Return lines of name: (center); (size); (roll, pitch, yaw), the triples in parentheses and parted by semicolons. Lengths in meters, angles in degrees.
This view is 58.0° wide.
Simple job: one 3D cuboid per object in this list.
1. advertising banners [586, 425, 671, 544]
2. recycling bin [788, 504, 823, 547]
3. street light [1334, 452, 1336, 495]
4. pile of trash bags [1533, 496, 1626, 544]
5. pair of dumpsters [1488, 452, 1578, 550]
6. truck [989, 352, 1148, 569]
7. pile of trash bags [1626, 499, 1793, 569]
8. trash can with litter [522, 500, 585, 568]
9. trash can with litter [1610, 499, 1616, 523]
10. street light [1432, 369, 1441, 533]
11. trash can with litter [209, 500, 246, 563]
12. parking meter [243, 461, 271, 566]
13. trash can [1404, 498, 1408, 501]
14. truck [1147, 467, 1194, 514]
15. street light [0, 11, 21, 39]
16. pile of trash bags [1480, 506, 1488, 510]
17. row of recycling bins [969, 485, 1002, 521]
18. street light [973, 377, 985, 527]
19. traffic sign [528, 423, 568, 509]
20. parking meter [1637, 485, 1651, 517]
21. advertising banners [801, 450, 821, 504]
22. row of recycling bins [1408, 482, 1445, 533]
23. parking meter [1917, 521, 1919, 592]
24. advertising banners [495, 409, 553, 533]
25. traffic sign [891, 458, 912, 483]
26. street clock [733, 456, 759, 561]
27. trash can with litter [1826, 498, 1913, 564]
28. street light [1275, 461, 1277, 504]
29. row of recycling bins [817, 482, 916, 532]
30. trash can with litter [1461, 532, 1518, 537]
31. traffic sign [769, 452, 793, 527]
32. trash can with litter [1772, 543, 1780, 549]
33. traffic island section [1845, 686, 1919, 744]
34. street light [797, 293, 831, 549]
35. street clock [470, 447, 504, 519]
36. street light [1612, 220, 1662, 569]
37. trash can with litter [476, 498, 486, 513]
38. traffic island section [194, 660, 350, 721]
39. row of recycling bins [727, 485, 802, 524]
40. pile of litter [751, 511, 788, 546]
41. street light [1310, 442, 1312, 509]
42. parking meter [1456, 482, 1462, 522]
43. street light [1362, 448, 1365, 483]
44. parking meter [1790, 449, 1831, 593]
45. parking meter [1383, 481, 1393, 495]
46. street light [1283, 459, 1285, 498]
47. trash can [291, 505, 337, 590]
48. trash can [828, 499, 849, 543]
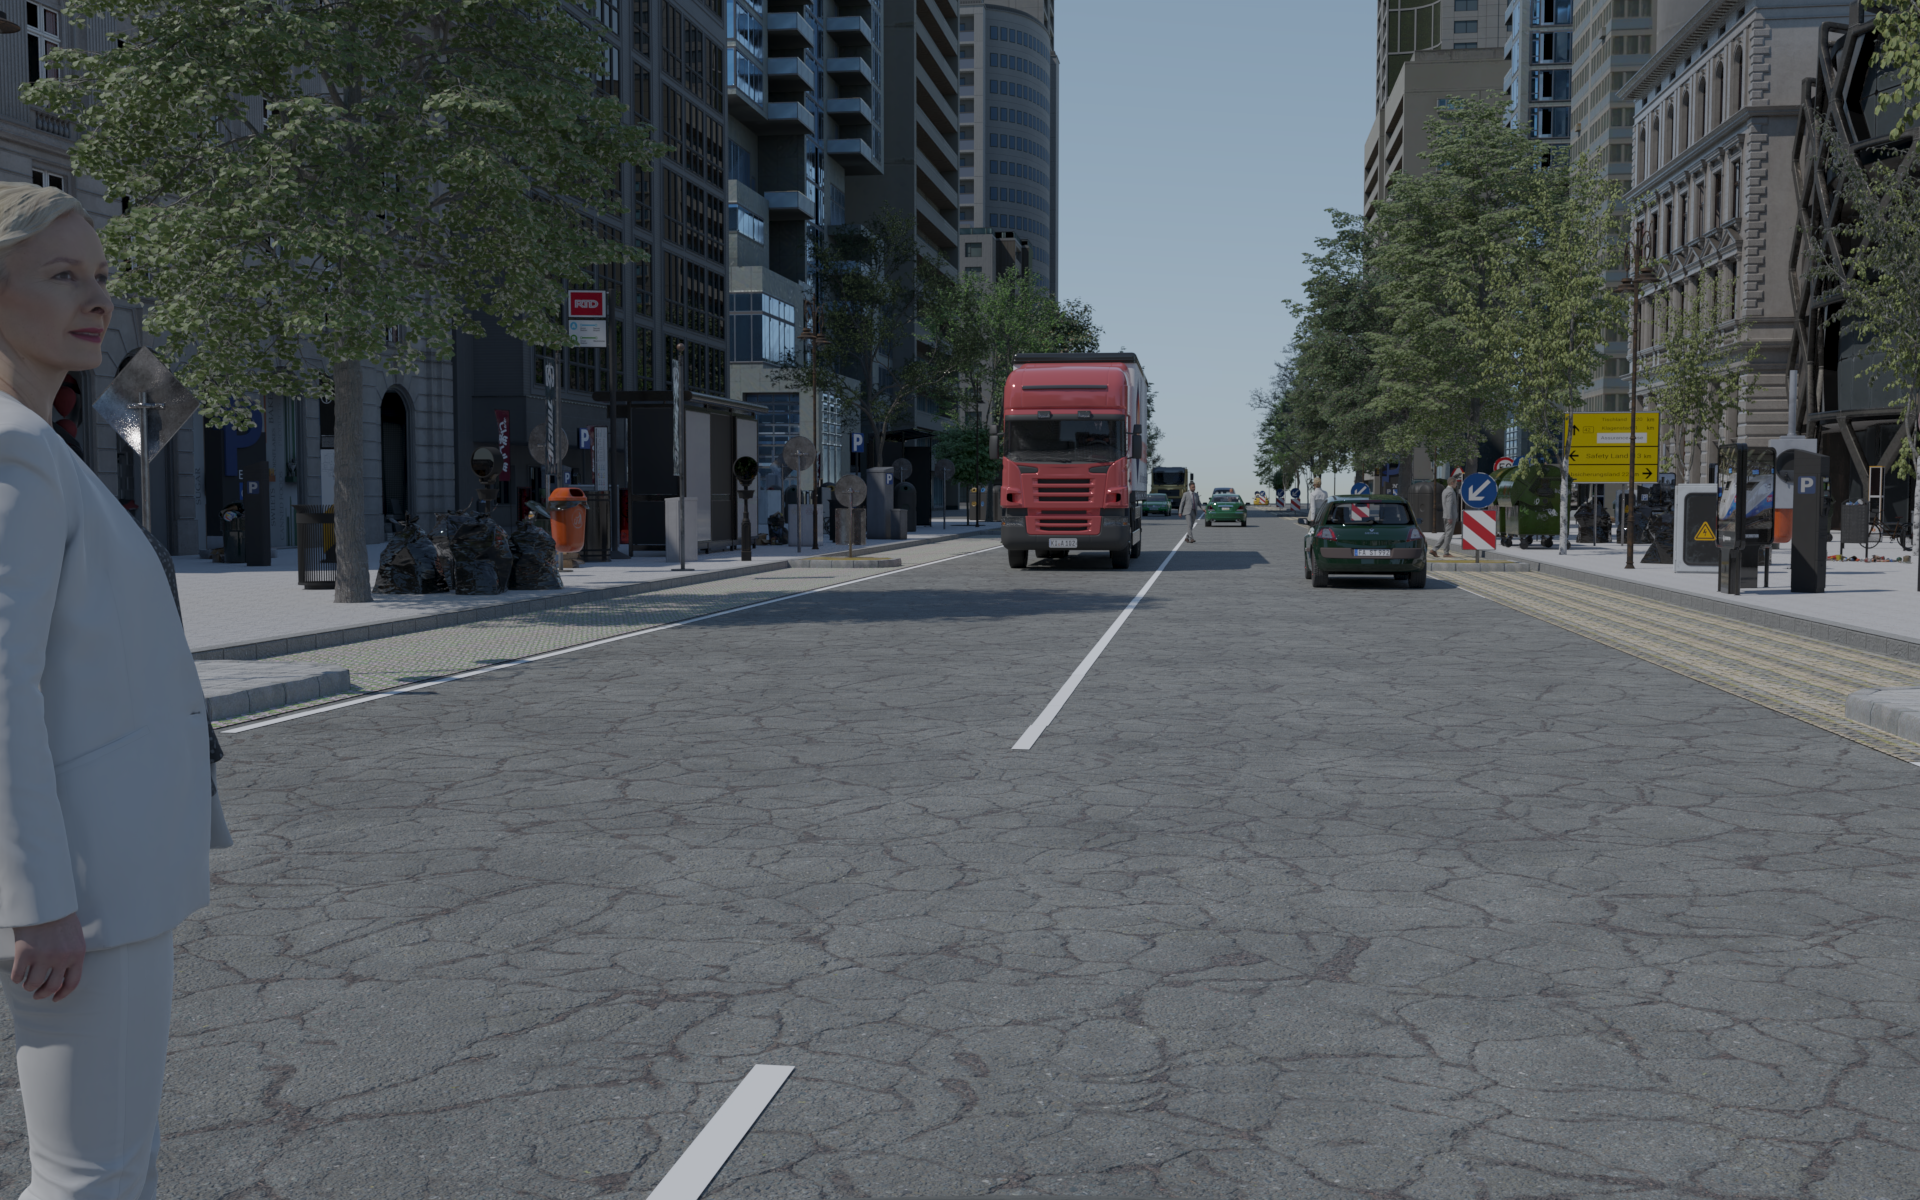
advertising banners: (-8.477, -2.935, 44.181); (2.074, 3.025, 0.090); (-2, 4, -24)
recycling bin: (-3.797, -1.839, 42.619); (0.722, 1.027, 0.722); (1, 4, 10)
street light: (22.799, -8.105, 105.299); (0.468, 5.910, 1.993); (1, 4, 8)
pile of trash bags: (16.718, -2.207, 45.839); (1.912, 1.369, 3.447); (-3, 5, -45)
pair of dumpsters: (13.687, -2.402, 41.760); (1.574, 2.255, 4.437); (1, 4, 8)
truck: (2.572, -2.922, 36.685); (2.839, 4.237, 11.283); (0, 4, 8)
pile of trash bags: (13.742, -1.292, 30.875); (1.912, 1.369, 3.447); (-1, 4, -9)
trash can with litter: (-7.066, -1.148, 30.159); (1.055, 1.170, 0.624); (0, 4, 8)
trash can with litter: (28.770, -3.941, 75.821); (1.055, 1.170, 0.624); (-2, 4, -34)
street light: (15.472, -5.109, 56.312); (0.468, 5.910, 1.993); (1, 4, 8)
trash can with litter: (-13.638, -1.275, 32.238); (1.055, 1.170, 0.624); (3, 4, 37)
parking meter: (-12.501, -1.534, 30.786); (0.399, 1.863, 0.255); (0, 4, 8)
trash can: (16.611, -3.207, 64.087); (0.748, 1.137, 0.748); (0, 3, 0)
truck: (15.161, -7.909, 125.231); (3.469, 3.379, 9.791); (0, 4, 8)
street light: (-7.450, -2.427, 12.464); (0.468, 5.910, 1.993); (1, 4, 8)
pile of trash bags: (22.048, -3.741, 70.915); (1.912, 1.369, 3.447); (2, 4, 33)
row of recycling bins: (1.581, -4.678, 83.591); (1.069, 1.692, 3.534); (-2, 4, -30)
street light: (0.667, -5.746, 66.729); (0.468, 5.910, 1.993); (1, 4, 8)
traffic sign: (-7.325, -1.876, 30.780); (0.768, 2.556, 0.104); (1, 4, 13)
parking meter: (19.019, -2.432, 48.178); (0.372, 1.533, 0.369); (0, 3, 0)
advertising banners: (-6.046, -4.535, 70.332); (0.090, 3.025, 2.074); (-2, 4, -26)
row of recycling bins: (15.920, -3.190, 59.275); (1.069, 1.692, 3.534); (0, 4, 7)
parking meter: (12.780, -0.874, 22.694); (0.372, 1.533, 0.369); (0, 3, 0)
advertising banners: (-9.186, -2.469, 36.548); (0.090, 3.025, 2.074); (1, 4, 20)
traffic sign: (-2.081, -3.754, 61.489); (0.768, 2.556, 0.104); (1, 4, 13)
street clock: (-4.095, -1.747, 33.134); (0.471, 2.002, 0.358); (-1, 4, -12)
trash can with litter: (17.177, -1.320, 32.639); (1.678, 1.210, 2.233); (-2, 4, -32)
street light: (39.231, -14.803, 214.820); (0.468, 5.910, 1.993); (1, 4, 8)
row of recycling bins: (-3.194, -3.185, 59.193); (3.534, 1.692, 1.069); (1, 4, 14)
trash can with litter: (15.902, -2.496, 51.867); (2.233, 1.210, 1.678); (-1, 4, -14)
traffic sign: (-4.885, -2.845, 47.706); (0.795, 2.450, 0.064); (1, 4, 14)
trash can with litter: (18.762, -1.772, 40.353); (0.624, 1.170, 1.055); (1, 4, 13)
traffic island section: (6.505, 0.748, 10.046); (2.009, 0.180, 2.903); (1, 4, 8)
street light: (-3.355, -4.111, 39.995); (0.468, 5.910, 1.993); (1, 4, 8)
street clock: (-7.264, -1.351, 26.653); (0.471, 2.002, 0.358); (2, 4, 26)
street light: (11.505, -3.473, 29.570); (0.468, 5.910, 1.993); (1, 4, 8)
trash can with litter: (-11.245, -1.879, 41.775); (1.678, 1.210, 2.233); (1, 4, 9)
traffic island section: (-5.553, 0.638, 11.845); (2.009, 0.180, 2.903); (1, 4, 8)
row of recycling bins: (-8.557, -4.202, 75.819); (3.534, 1.692, 1.069); (1, 4, 15)
pile of litter: (-4.894, -1.821, 43.732); (1.176, 0.858, 1.719); (2, 4, 24)
street light: (26.783, -9.740, 132.038); (0.468, 5.910, 1.993); (1, 4, 8)
parking meter: (22.597, -4.430, 78.142); (0.399, 1.863, 0.255); (1, 4, 22)
street light: (19.489, -6.779, 83.623); (0.468, 5.910, 1.993); (1, 4, 8)
parking meter: (11.053, -1.026, 22.493); (0.255, 1.863, 0.399); (-3, 5, -40)
parking meter: (19.578, -4.495, 79.210); (0.399, 1.863, 0.255); (0, 4, -4)
street light: (35.114, -13.158, 187.921); (0.468, 5.910, 1.993); (1, 4, 8)
trash can: (-8.628, -0.718, 23.392); (0.748, 1.137, 0.748); (0, 3, 0)
trash can: (-3.143, -2.082, 45.702); (0.748, 1.137, 0.748); (0, 3, 0)
